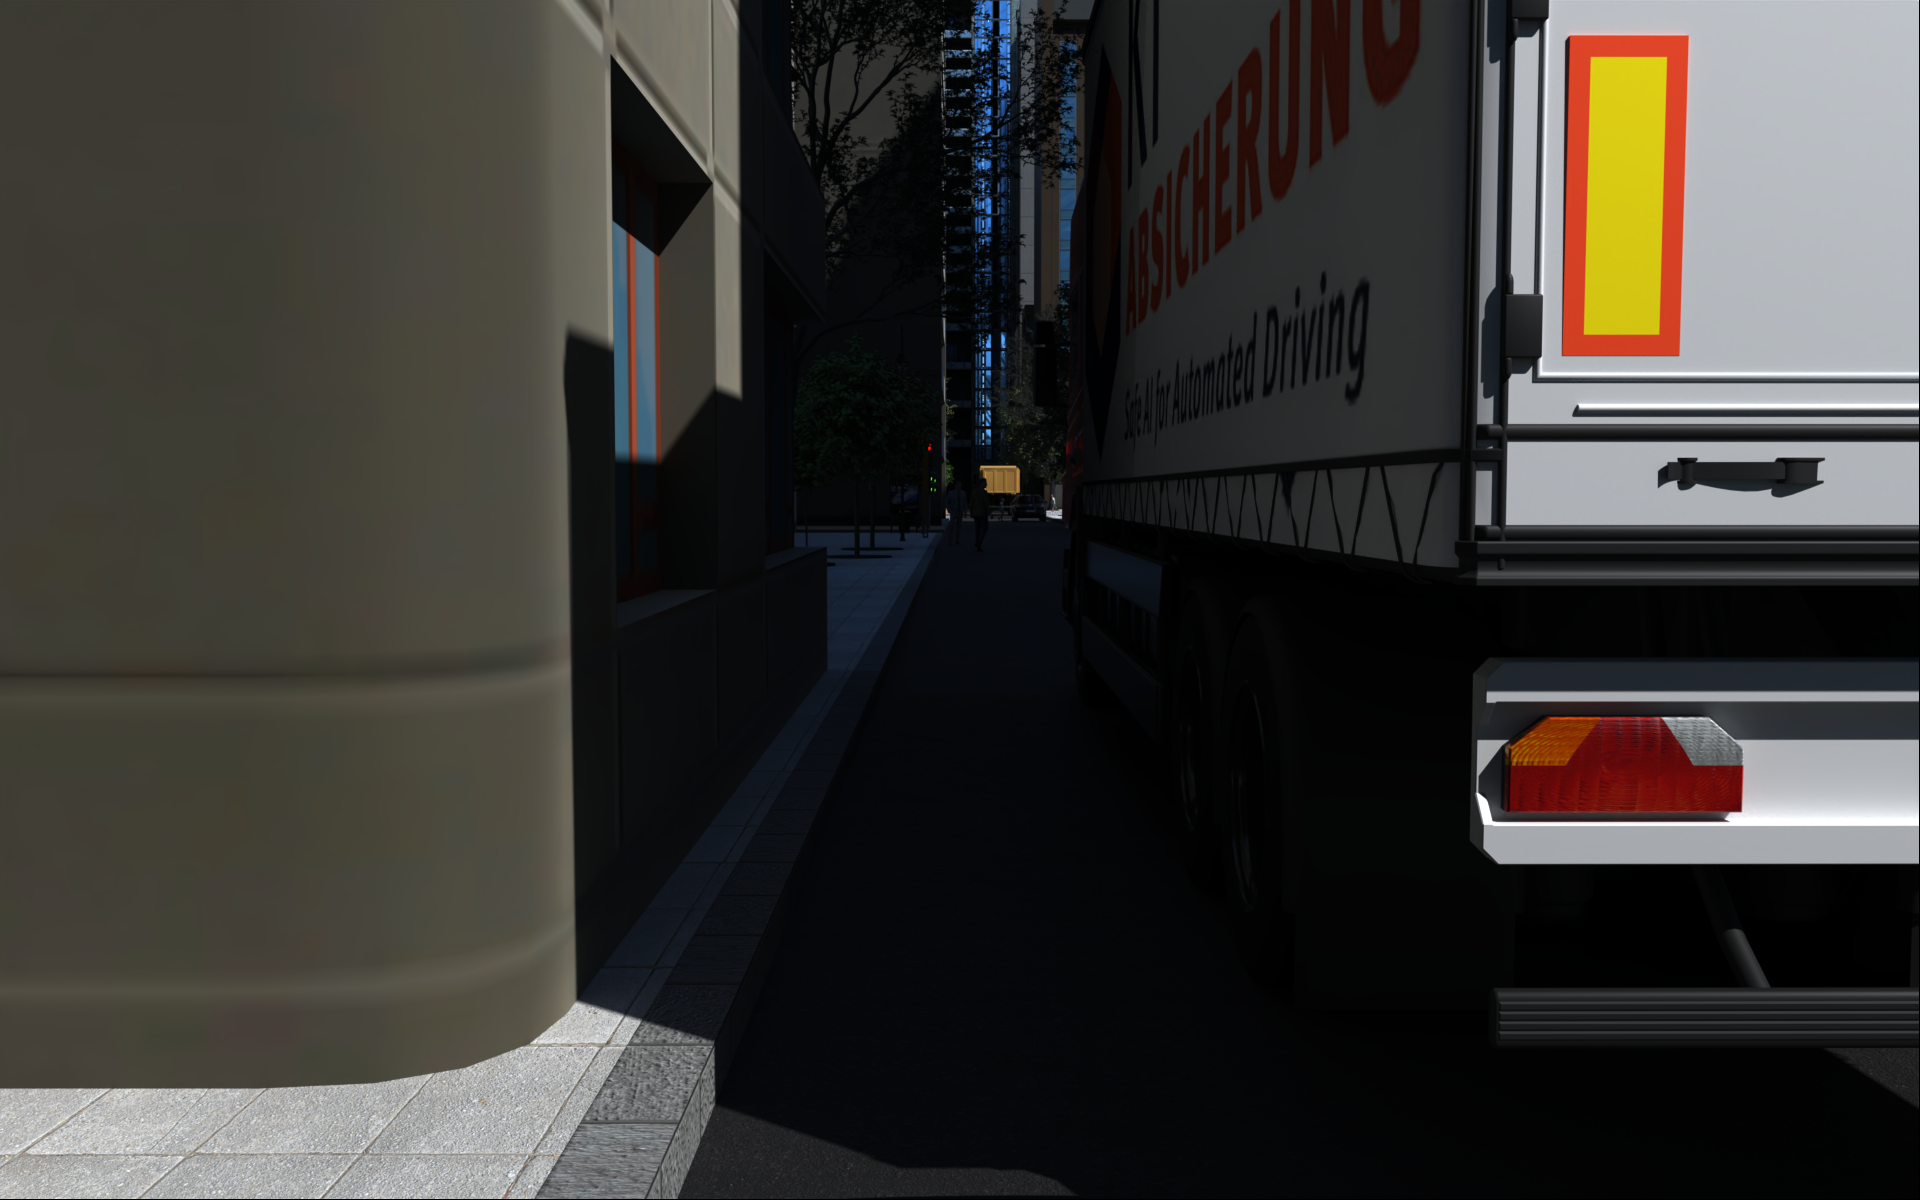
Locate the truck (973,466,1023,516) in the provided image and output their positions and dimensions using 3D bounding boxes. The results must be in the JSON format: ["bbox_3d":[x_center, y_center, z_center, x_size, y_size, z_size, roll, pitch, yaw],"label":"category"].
[{"bbox_3d":[2.619,-7.423,117.288,3.469,3.379,9.791,0,4,0],"label":"truck"}]

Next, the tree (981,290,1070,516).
[{"bbox_3d":[6.395,-11.671,101.196,12.009,13.543,11.850,0,3,0],"label":"tree"}]

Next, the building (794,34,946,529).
[{"bbox_3d":[-11.394,-27.847,79.008,21.300,48.544,21.600,0,3,0],"label":"building"}]

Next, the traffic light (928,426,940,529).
[{"bbox_3d":[-1.156,-4.580,63.796,0.839,4.253,0.868,0,3,0],"label":"traffic light"}]

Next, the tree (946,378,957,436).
[{"bbox_3d":[-2.305,-8.729,93.073,4.737,8.622,4.395,0,3,0],"label":"tree"}]

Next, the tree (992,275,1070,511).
[{"bbox_3d":[7.032,-9.447,71.474,9.611,12.733,9.660,0,3,0],"label":"tree"}]

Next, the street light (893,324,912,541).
[{"bbox_3d":[-1.568,-4.545,47.091,0.468,5.910,1.993,0,3,0],"label":"street light"}]

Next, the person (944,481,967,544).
[{"bbox_3d":[-0.106,-2.504,49.532,0.635,1.810,0.391,-2,4,-27],"label":"person"}]

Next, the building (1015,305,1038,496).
[{"bbox_3d":[19.744,-20.036,172.623,27.650,21.520,28.899,0,3,0],"label":"building"}]

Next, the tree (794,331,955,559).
[{"bbox_3d":[-2.159,-3.135,34.970,4.285,4.588,4.351,0,3,0],"label":"tree"}]

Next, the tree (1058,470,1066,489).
[{"bbox_3d":[7.170,-7.111,110.868,1.663,3.219,1.824,0,3,0],"label":"tree"}]

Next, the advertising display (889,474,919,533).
[{"bbox_3d":[-1.834,-3.160,56.887,0.974,1.923,0.123,-1,4,-13],"label":"advertising display"}]

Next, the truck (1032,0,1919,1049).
[{"bbox_3d":[1.978,-1.188,8.341,2.839,4.237,11.283,0,4,0],"label":"truck"}]

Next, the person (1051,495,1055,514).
[{"bbox_3d":[6.107,-6.314,113.968,0.352,1.250,0.332,2,4,30],"label":"person"}]

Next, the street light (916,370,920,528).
[{"bbox_3d":[-1.582,-5.619,64.662,0.468,5.910,1.993,0,3,0],"label":"street light"}]

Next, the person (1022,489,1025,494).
[{"bbox_3d":[5.714,-9.101,155.756,0.530,1.710,0.541,1,4,22],"label":"person"}]

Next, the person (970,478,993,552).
[{"bbox_3d":[0.531,-2.130,43.237,0.656,1.842,0.836,1,4,12],"label":"person"}]

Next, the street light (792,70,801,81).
[{"bbox_3d":[-1.577,-2.523,14.036,0.468,5.910,1.993,0,3,0],"label":"street light"}]

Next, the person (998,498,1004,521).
[{"bbox_3d":[2.155,-4.737,90.962,0.382,1.210,0.505,1,4,10],"label":"person"}]

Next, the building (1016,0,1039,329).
[{"bbox_3d":[16.997,-40.244,199.996,21.231,58.520,28.212,0,3,0],"label":"building"}]

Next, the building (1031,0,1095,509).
[{"bbox_3d":[13.636,-30.598,150.387,14.600,45.320,14.200,0,3,0],"label":"building"}]

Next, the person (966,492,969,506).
[{"bbox_3d":[0.823,-12.030,206.658,0.593,1.643,0.415,0,4,8],"label":"person"}]

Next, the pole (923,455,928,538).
[{"bbox_3d":[-1.016,-3.483,50.784,0.158,3.312,0.155,0,3,0],"label":"pole"}]

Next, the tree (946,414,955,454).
[{"bbox_3d":[-2.436,-11.379,136.411,4.360,8.622,3.978,0,3,0],"label":"tree"}]

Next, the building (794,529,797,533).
[{"bbox_3d":[-15.957,-25.811,45.717,21.600,48.544,21.300,0,3,0],"label":"building"}]

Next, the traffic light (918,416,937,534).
[{"bbox_3d":[-1.156,-4.091,55.811,0.839,4.253,0.868,0,3,0],"label":"traffic light"}]

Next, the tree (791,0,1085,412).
[{"bbox_3d":[-2.262,-5.416,22.971,7.601,10.594,8.767,3,4,38],"label":"tree"}]

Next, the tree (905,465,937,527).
[{"bbox_3d":[-1.808,-4.502,68.216,1.663,3.219,1.824,0,3,0],"label":"tree"}]

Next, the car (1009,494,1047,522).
[{"bbox_3d":[3.620,-4.976,91.146,2.009,1.686,4.222,0,4,0],"label":"car"}]

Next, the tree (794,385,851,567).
[{"bbox_3d":[-2.674,-2.212,30.766,1.663,3.219,1.824,0,3,0],"label":"tree"}]

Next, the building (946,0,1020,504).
[{"bbox_3d":[2.492,-56.227,231.976,31.000,86.520,22.319,0,3,0],"label":"building"}]
